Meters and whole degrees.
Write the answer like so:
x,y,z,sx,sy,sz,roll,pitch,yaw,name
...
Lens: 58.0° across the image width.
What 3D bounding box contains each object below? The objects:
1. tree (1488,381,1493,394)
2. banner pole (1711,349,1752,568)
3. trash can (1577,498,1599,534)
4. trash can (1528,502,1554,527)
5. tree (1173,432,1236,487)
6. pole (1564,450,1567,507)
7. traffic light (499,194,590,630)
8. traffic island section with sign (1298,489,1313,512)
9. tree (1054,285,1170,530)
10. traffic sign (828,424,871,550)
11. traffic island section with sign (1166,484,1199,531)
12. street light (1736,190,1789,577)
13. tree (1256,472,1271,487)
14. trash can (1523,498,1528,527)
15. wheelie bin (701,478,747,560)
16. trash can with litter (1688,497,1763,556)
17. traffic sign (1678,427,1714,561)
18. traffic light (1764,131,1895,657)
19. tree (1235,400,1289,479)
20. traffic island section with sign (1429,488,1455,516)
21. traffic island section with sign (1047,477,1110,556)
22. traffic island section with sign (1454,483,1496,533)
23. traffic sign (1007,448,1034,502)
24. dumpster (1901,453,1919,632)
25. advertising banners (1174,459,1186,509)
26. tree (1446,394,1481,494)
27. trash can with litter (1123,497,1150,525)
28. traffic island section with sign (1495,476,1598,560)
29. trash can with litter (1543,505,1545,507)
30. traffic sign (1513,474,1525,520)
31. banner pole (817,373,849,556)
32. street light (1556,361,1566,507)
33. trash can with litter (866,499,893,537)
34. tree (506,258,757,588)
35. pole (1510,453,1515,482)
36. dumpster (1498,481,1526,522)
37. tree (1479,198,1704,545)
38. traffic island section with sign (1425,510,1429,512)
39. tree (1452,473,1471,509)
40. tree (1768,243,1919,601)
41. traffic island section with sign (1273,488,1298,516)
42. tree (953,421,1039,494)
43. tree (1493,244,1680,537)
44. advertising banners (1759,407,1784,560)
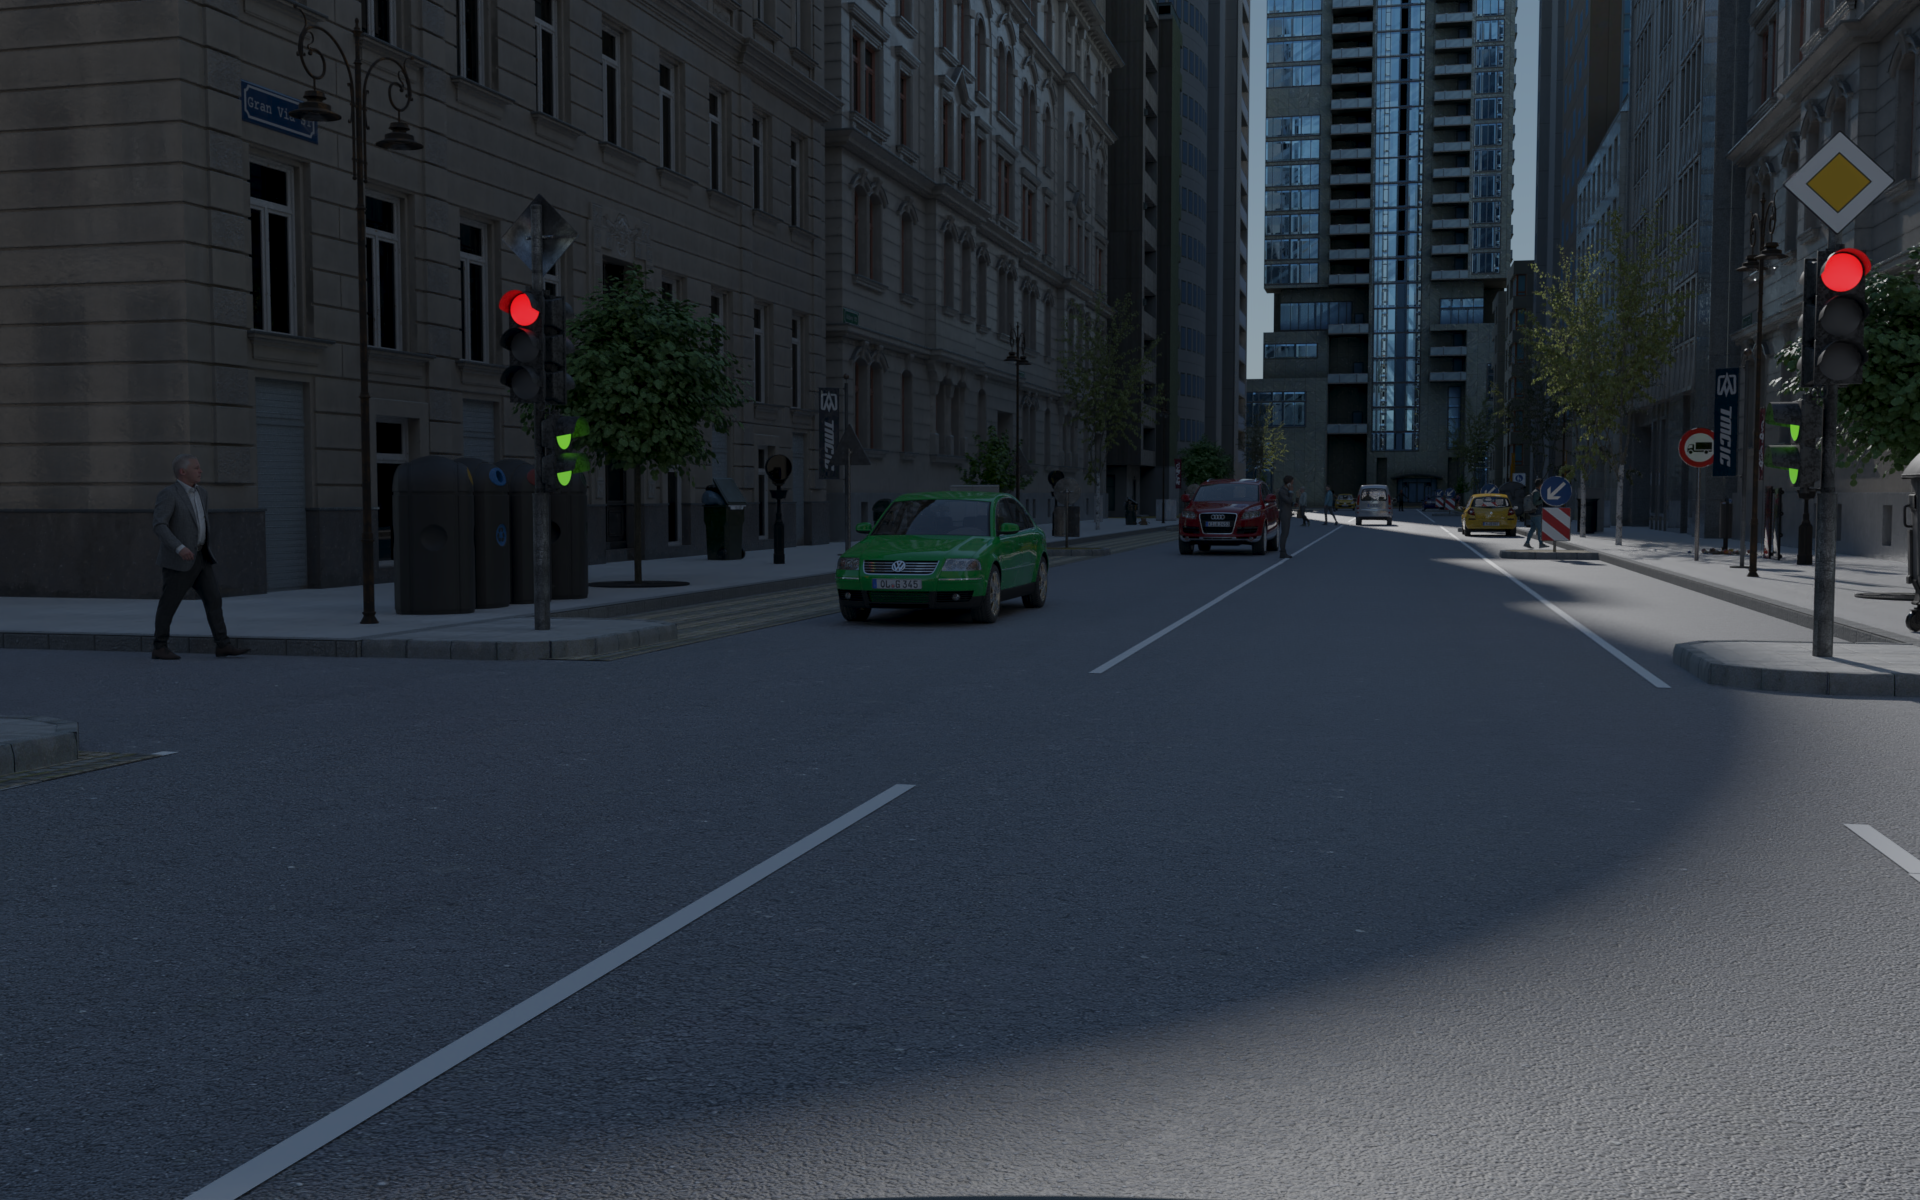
x,y,z,sx,sy,sz,roll,pitch,yaw,name
24.401,-7.498,72.948,4.360,8.622,3.978,0,3,0,tree
13.450,-2.454,30.133,0.401,3.779,0.863,-2,4,-30,banner pole
20.253,-2.706,55.904,0.748,1.137,0.748,0,3,0,trash can
20.453,-2.981,60.387,0.748,1.137,0.748,0,3,0,trash can
12.869,-6.618,91.923,4.285,4.588,4.351,0,3,0,tree
27.916,-5.269,79.991,0.158,3.312,0.155,0,3,0,pole
-3.932,-1.672,16.252,0.839,4.253,0.868,1,4,14,traffic light
27.813,-8.124,141.456,1.989,1.847,2.006,1,4,14,traffic island section with sign
5.151,-6.831,62.055,4.737,8.622,4.395,0,3,0,tree
-2.056,-1.962,32.081,0.884,2.594,0.081,2,4,24,traffic sign
9.048,-3.557,66.781,1.989,1.847,2.006,1,4,14,traffic island section with sign
12.290,-3.295,26.669,0.468,5.910,1.993,1,4,14,street light
24.624,-8.939,140.762,1.663,3.219,1.824,0,3,0,tree
22.014,-3.360,66.590,0.748,1.137,0.748,0,3,0,trash can
-4.628,-1.582,33.771,0.693,1.594,0.980,2,4,28,wheelie bin
16.562,-1.602,37.248,1.678,1.210,2.233,1,4,20,trash can with litter
14.143,-2.023,33.178,0.768,2.556,0.104,1,4,14,traffic sign
6.801,-1.508,13.580,0.839,4.253,0.868,1,4,14,traffic light
23.403,-11.323,135.488,4.360,8.622,3.978,0,3,0,tree
31.692,-6.352,112.490,1.989,1.847,2.006,1,4,14,traffic island section with sign
2.477,-1.958,40.636,1.989,1.847,2.006,1,4,14,traffic island section with sign
19.888,-3.481,65.537,1.989,1.847,2.006,1,4,14,traffic island section with sign
1.644,-2.963,48.451,0.884,2.594,0.081,1,4,18,traffic sign
9.228,-0.582,15.282,1.264,1.857,1.865,1,4,14,dumpster
11.384,-5.507,86.227,2.074,3.025,0.090,-3,4,-37,advertising banners
37.239,-10.689,125.134,4.737,8.622,4.395,0,3,0,tree
7.296,-3.680,71.554,1.055,1.170,0.624,0,4,-6,trash can with litter
13.154,-1.844,38.771,1.989,1.847,2.006,1,4,14,traffic island section with sign
21.858,-3.235,64.281,1.055,1.170,0.624,1,4,18,trash can with litter
27.480,-5.079,85.173,0.606,2.300,0.079,1,4,15,traffic sign
-2.564,-2.809,35.946,0.863,3.779,0.401,-2,4,-28,banner pole
19.447,-5.076,55.781,0.468,5.910,1.993,1,4,14,street light
-1.904,-1.904,42.523,0.624,1.170,1.055,1,4,16,trash can with litter
-4.444,-2.476,24.200,4.285,4.588,4.351,0,3,0,tree
27.399,-5.631,85.906,0.158,3.312,0.155,0,3,0,pole
25.616,-4.564,80.388,1.264,1.857,1.865,1,4,14,dumpster
16.425,-5.692,43.420,4.737,8.622,4.395,0,3,0,tree
38.416,-7.987,139.221,1.989,1.847,2.006,1,4,14,traffic island section with sign
44.157,-9.684,152.934,1.663,3.219,1.824,0,3,0,tree
11.817,-2.297,21.263,4.285,4.588,4.351,0,3,0,tree
21.245,-6.525,115.310,1.989,1.847,2.006,1,4,14,traffic island section with sign
0.899,-3.037,44.249,1.663,3.219,1.824,0,3,0,tree
18.487,-6.144,50.820,4.360,8.622,3.978,0,3,0,tree
16.024,-2.330,34.280,0.090,3.025,2.074,1,4,13,advertising banners
